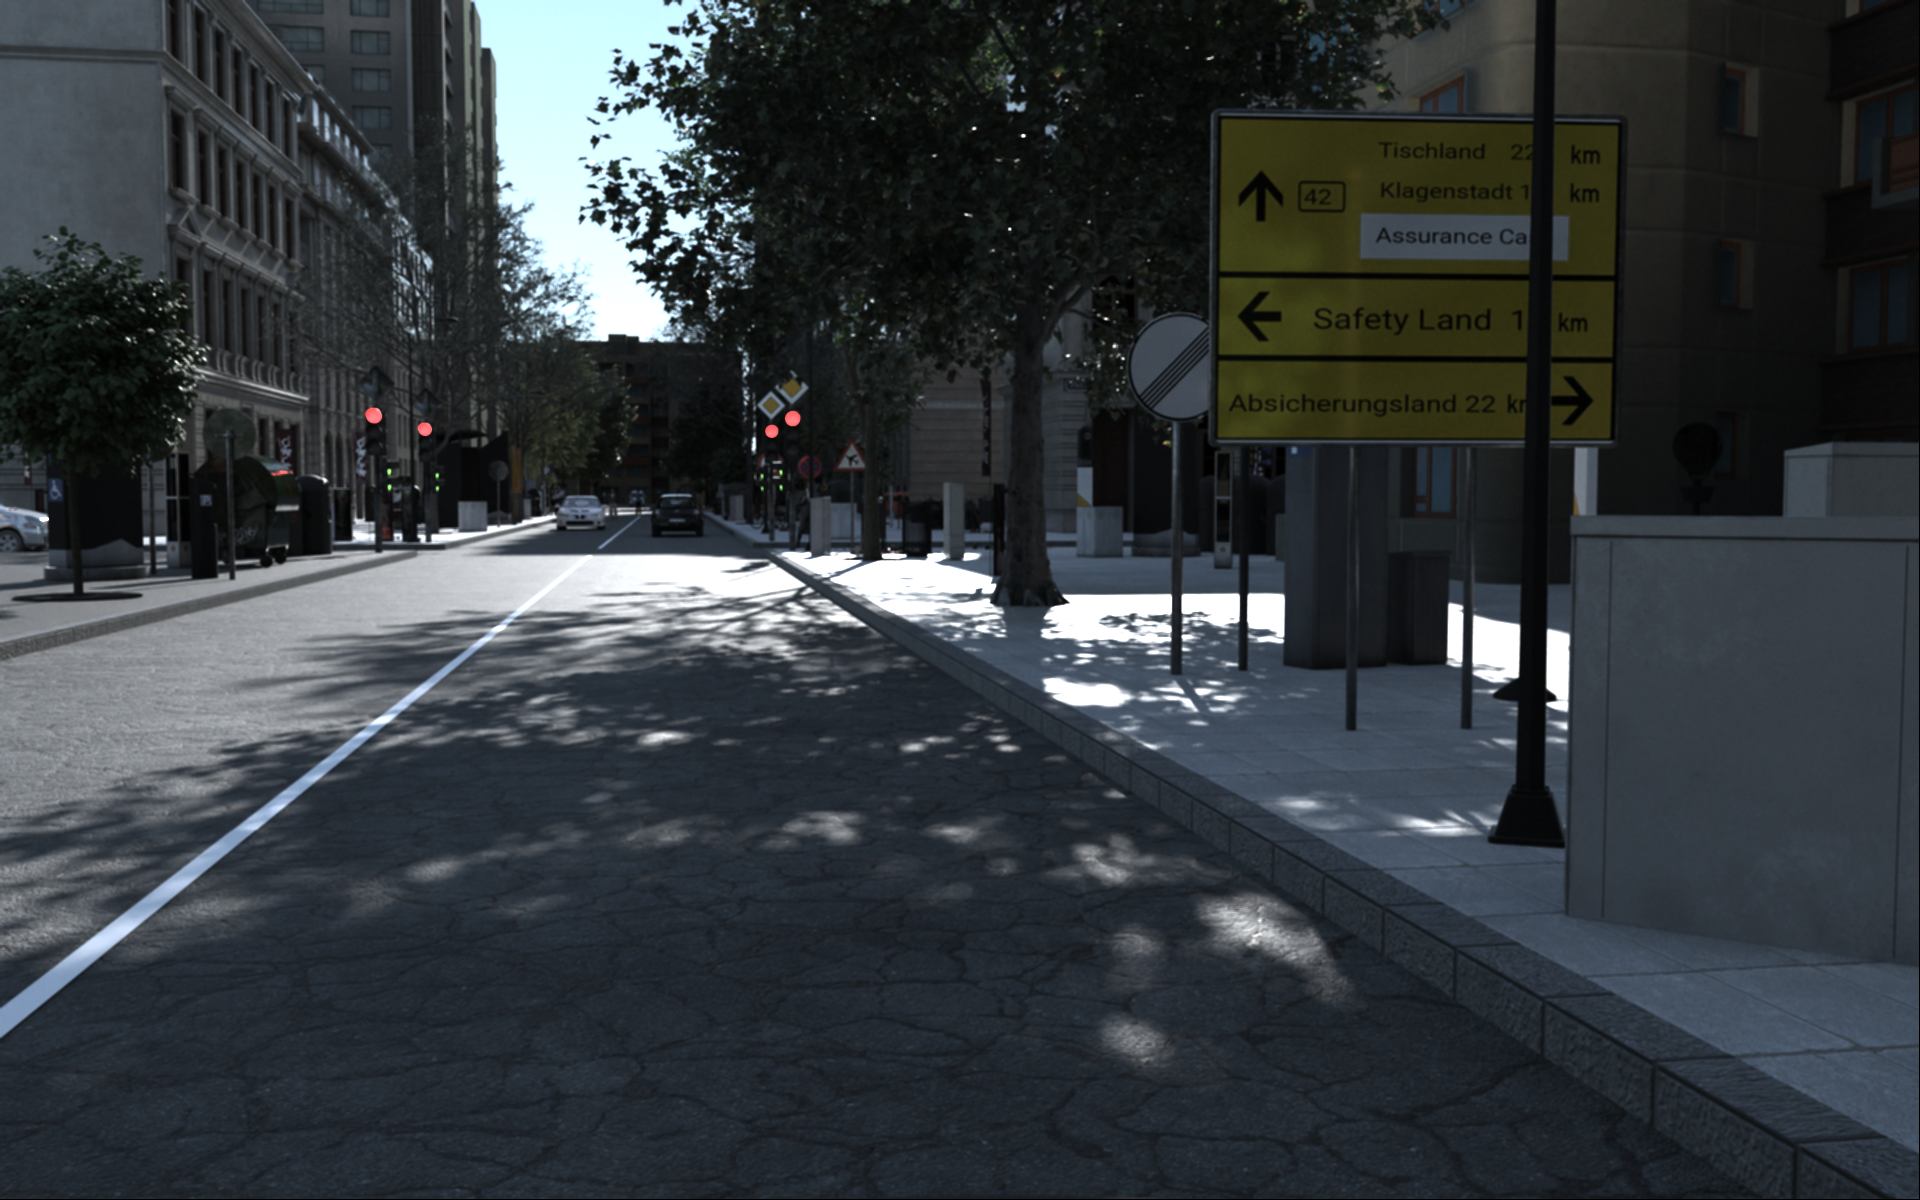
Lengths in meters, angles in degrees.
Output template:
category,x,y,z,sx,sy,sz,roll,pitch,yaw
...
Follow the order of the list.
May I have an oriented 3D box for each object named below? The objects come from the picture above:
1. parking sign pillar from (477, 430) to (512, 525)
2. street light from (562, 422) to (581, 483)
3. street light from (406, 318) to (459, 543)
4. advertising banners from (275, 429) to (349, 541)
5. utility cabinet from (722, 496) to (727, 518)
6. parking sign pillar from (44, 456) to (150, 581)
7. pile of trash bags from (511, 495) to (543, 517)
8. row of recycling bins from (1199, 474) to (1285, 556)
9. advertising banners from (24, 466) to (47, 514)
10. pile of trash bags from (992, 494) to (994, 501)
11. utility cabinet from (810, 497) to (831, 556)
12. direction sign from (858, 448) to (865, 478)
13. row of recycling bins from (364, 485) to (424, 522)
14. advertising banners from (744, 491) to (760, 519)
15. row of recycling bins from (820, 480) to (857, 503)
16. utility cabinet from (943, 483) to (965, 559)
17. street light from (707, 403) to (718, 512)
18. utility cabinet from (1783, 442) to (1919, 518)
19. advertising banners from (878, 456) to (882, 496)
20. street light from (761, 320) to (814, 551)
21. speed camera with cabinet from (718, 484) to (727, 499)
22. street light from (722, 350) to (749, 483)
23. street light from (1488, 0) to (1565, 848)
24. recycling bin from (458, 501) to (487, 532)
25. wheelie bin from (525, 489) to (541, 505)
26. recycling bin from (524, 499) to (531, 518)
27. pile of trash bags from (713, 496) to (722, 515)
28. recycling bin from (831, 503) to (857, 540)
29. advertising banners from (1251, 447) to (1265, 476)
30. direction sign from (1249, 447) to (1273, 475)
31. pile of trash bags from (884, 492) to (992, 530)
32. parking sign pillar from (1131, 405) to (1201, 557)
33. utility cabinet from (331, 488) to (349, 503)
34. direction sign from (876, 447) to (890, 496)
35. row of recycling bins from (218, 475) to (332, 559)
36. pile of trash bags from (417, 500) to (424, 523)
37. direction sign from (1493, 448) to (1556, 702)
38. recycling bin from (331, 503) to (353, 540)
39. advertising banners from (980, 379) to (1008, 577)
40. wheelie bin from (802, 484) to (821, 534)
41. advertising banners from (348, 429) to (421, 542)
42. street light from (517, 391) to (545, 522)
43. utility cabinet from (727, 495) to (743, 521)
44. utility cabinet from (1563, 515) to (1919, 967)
category,x,y,z,sx,sy,sz,roll,pitch,yaw
parking sign pillar,-19.649,-5.173,73.046,1.447,3.967,1.447,0,3,0
street light,-25.052,-8.515,111.757,1.470,5.913,1.316,-1,4,-10
street light,-13.883,-4.470,45.623,1.470,5.913,1.316,-1,4,-10
advertising banners,-17.485,-3.106,46.970,2.074,3.025,0.090,-3,4,-37
utility cabinet,-12.068,-4.878,90.913,1.020,1.237,0.306,3,4,38
parking sign pillar,-13.086,-2.305,26.165,1.447,3.967,1.447,2,4,28
pile of trash bags,-24.376,-5.256,95.683,1.912,1.369,3.447,0,4,5
row of recycling bins,6.184,-1.854,37.420,1.069,1.692,3.534,-2,4,-26
advertising banners,-26.518,-3.285,49.902,0.090,3.025,2.074,0,4,-4
pile of trash bags,0.339,-3.872,73.065,3.447,1.369,1.912,-1,4,-22
utility cabinet,-2.930,-1.541,36.362,0.306,1.237,1.020,0,4,4
direction sign,-4.617,-5.694,85.088,0.876,3.537,0.379,-3,4,-37
row of recycling bins,-26.169,-4.531,81.202,3.534,1.692,1.069,0,4,2
advertising banners,-10.500,-5.707,89.500,0.090,3.025,2.074,-3,5,-44
row of recycling bins,-3.600,-2.728,51.715,1.069,1.692,3.534,-1,4,-8
utility cabinet,-0.108,-1.558,34.152,0.318,1.500,1.173,0,4,-6
street light,-12.216,-7.103,88.667,1.470,5.913,1.316,-1,4,-10
utility cabinet,4.228,0.061,7.677,1.173,1.500,0.318,-1,4,-14
advertising banners,-3.820,-5.125,79.983,0.090,3.025,2.074,-1,4,-12
street light,-3.881,-4.054,38.826,1.470,5.913,1.316,-1,4,-10
speed camera with cabinet,-14.584,-7.190,111.890,2.038,3.252,0.660,1,4,19
street light,-6.836,-5.105,56.006,1.470,5.913,1.316,-1,4,-10
street light,1.583,-2.057,6.179,1.470,5.913,1.316,-1,4,-10
recycling bin,-16.640,-2.850,59.151,0.722,1.027,0.722,3,5,41
wheelie bin,-25.071,-5.730,101.593,0.693,1.594,0.980,1,4,22
recycling bin,-23.312,-4.866,92.113,0.722,1.027,0.722,2,4,33
pile of trash bags,-14.407,-6.005,107.927,1.912,1.369,3.447,0,4,-7
recycling bin,-3.313,-2.229,48.995,0.722,1.027,0.722,0,4,4
advertising banners,8.406,-3.484,53.157,2.074,3.025,0.090,1,4,9
direction sign,8.860,-3.643,51.562,0.876,3.537,0.379,2,4,24
pile of trash bags,-0.894,-3.272,63.243,3.447,1.369,1.912,2,4,27
parking sign pillar,4.264,-2.892,35.756,1.447,3.967,1.447,1,4,19
utility cabinet,-22.950,-3.346,63.386,1.173,1.500,0.318,-2,4,-24
direction sign,-3.816,-5.628,84.016,0.876,3.537,0.379,1,4,11
row of recycling bins,-14.300,-1.744,35.625,1.069,1.692,3.534,1,4,17
pile of trash bags,-23.190,-4.039,75.784,1.912,1.369,3.447,-1,4,-20
direction sign,3.543,-1.148,10.763,0.876,3.537,0.379,-1,4,-11
recycling bin,-17.460,-2.190,48.353,0.722,1.027,0.722,1,4,16
advertising banners,0.628,-1.901,27.277,0.090,3.025,2.074,1,4,18
wheelie bin,-4.649,-2.886,55.096,0.693,1.594,0.980,-3,5,-41
advertising banners,-15.510,-3.093,46.756,2.074,3.025,0.090,1,4,16
street light,-19.411,-6.466,78.260,1.470,5.913,1.316,-1,4,-10
utility cabinet,-10.626,-4.353,82.330,0.306,1.237,1.020,1,4,15
utility cabinet,2.327,0.374,5.045,1.020,1.237,0.306,3,4,36
